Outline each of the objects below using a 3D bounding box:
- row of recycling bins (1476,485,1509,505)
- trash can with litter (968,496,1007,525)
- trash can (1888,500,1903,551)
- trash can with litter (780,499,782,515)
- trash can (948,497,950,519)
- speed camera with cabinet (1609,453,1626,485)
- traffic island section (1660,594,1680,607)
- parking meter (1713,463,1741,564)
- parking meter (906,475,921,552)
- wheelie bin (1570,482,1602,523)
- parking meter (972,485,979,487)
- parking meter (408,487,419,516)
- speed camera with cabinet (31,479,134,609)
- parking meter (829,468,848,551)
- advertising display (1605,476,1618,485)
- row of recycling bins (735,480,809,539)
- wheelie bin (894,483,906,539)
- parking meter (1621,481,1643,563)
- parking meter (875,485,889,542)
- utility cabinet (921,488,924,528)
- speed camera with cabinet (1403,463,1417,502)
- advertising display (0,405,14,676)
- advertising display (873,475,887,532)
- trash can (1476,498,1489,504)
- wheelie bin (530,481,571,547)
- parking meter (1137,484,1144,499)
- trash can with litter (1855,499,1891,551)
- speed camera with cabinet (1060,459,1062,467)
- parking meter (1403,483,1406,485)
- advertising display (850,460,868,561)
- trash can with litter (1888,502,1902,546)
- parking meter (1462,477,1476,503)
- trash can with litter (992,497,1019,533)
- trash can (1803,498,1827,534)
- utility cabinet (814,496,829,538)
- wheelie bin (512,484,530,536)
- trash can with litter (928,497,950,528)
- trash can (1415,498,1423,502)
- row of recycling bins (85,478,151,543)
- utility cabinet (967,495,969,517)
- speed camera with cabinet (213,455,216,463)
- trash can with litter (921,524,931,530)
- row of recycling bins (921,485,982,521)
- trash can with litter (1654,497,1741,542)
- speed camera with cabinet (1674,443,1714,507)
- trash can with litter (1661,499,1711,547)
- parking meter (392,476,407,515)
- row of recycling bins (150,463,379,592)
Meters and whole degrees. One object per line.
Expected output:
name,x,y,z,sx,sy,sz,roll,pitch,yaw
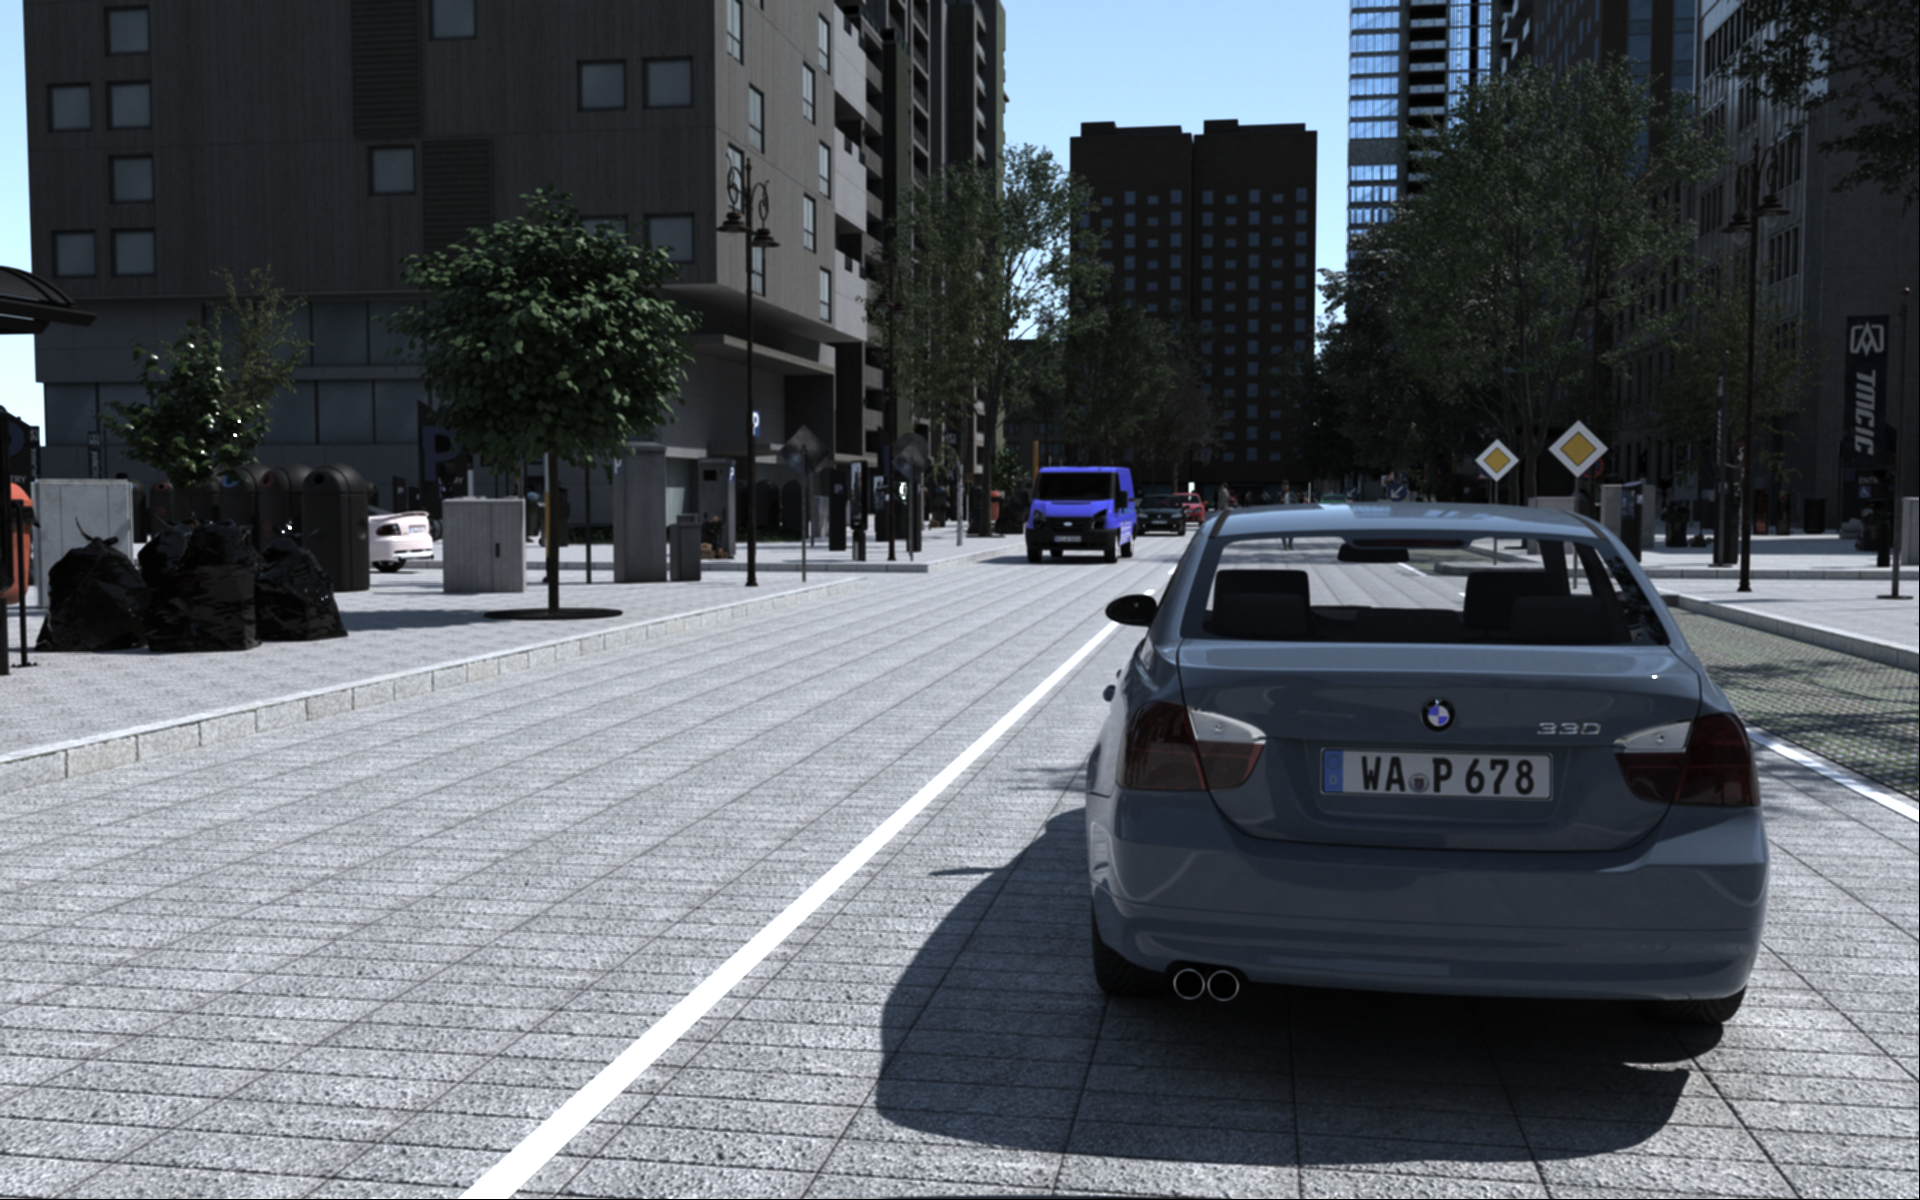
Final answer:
row of recycling bins,22.519,-4.213,76.000,3.534,1.692,1.069,1,4,17
trash can with litter,1.410,-3.662,70.934,2.233,1.210,1.678,2,4,30
trash can,21.443,-1.691,39.294,0.748,1.137,0.748,0,3,0
trash can with litter,-6.229,-2.746,56.283,0.624,1.170,1.055,3,5,41
trash can,-0.321,-4.742,89.185,0.748,1.137,0.748,0,3,0
speed camera with cabinet,30.603,-5.371,82.150,2.038,3.252,0.660,-2,4,-24
traffic island section,8.340,-0.071,23.438,2.009,0.180,2.903,1,4,10
parking meter,14.049,-1.590,31.706,0.255,1.863,0.399,-2,4,-32
parking meter,-1.022,-2.003,38.459,0.255,1.863,0.399,1,4,15
wheelie bin,16.117,-2.241,44.542,0.980,1.594,0.693,-3,5,-42
parking meter,0.970,-6.188,106.890,0.399,1.863,0.255,2,4,29
parking meter,-18.366,-3.052,58.306,0.372,1.533,0.369,0,3,0
speed camera with cabinet,-10.416,-1.530,19.351,2.038,3.252,0.660,-2,4,-32
parking meter,-2.755,-2.045,39.146,0.399,1.863,0.255,-1,4,-15
advertising display,23.376,-3.485,62.192,0.123,1.923,0.974,3,5,40
row of recycling bins,-5.937,-2.631,50.126,3.534,1.692,1.069,2,4,26
wheelie bin,-1.612,-2.522,49.142,0.980,1.594,0.693,-3,4,-37
parking meter,12.606,-1.474,32.513,0.372,1.533,0.369,0,3,0
parking meter,-2.087,-2.338,46.636,0.372,1.533,0.369,0,3,0
utility cabinet,-1.803,-3.392,64.135,0.318,1.500,1.173,-3,4,-37
speed camera with cabinet,26.408,-6.586,102.012,2.038,3.252,0.660,-3,5,-40
advertising display,-7.195,-0.425,12.169,0.974,1.923,0.123,0,4,-8
advertising display,-2.711,-3.272,58.708,0.123,1.923,0.974,-2,4,-25
trash can,19.292,-3.210,64.139,0.748,1.137,0.748,0,3,0
wheelie bin,-9.887,-2.099,42.229,0.693,1.594,0.980,-3,4,-37
parking meter,10.505,-5.819,100.845,0.399,1.863,0.255,1,4,10
trash can with litter,20.464,-1.691,39.037,0.624,1.170,1.055,0,4,7
speed camera with cabinet,5.612,-6.436,99.571,0.660,3.252,2.038,0,4,3
parking meter,23.580,-5.313,92.579,0.255,1.863,0.399,-3,4,-36
advertising display,-1.949,-1.723,33.382,0.123,1.923,0.974,-1,4,-16
trash can with litter,22.387,-1.799,40.795,1.055,1.170,0.624,-3,5,-43
parking meter,17.107,-3.215,58.269,0.399,1.863,0.255,3,4,36
trash can with litter,1.500,-2.833,57.711,1.055,1.170,0.624,-2,4,-26
trash can,27.515,-2.698,55.762,0.748,1.137,0.748,0,3,0
utility cabinet,-4.132,-2.465,51.459,0.306,1.237,1.020,1,4,15
wheelie bin,-13.171,-2.729,52.524,0.980,1.594,0.693,1,4,14
trash can with litter,-0.816,-3.361,66.341,0.624,1.170,1.055,1,4,17
trash can,17.405,-3.260,64.953,0.748,1.137,0.748,0,3,0
row of recycling bins,-21.391,-2.351,45.549,3.534,1.692,1.069,-1,4,-17
utility cabinet,0.042,-5.125,94.955,0.306,1.237,1.020,3,4,39
speed camera with cabinet,-24.070,-3.879,57.759,2.038,3.252,0.660,0,4,-1
trash can with litter,-1.495,-3.125,62.156,1.678,1.210,2.233,0,4,2
row of recycling bins,-0.550,-4.651,83.160,3.534,1.692,1.069,0,4,7
trash can with litter,19.980,-2.196,46.956,2.233,1.210,1.678,3,4,39
speed camera with cabinet,28.365,-4.386,66.044,2.038,3.252,0.660,0,4,-2
trash can with litter,17.560,-1.866,41.890,1.055,1.170,0.624,0,4,5
parking meter,-17.954,-3.047,55.534,0.399,1.863,0.255,-2,4,-35
row of recycling bins,-9.425,-1.012,23.666,3.534,1.692,1.069,2,4,31
